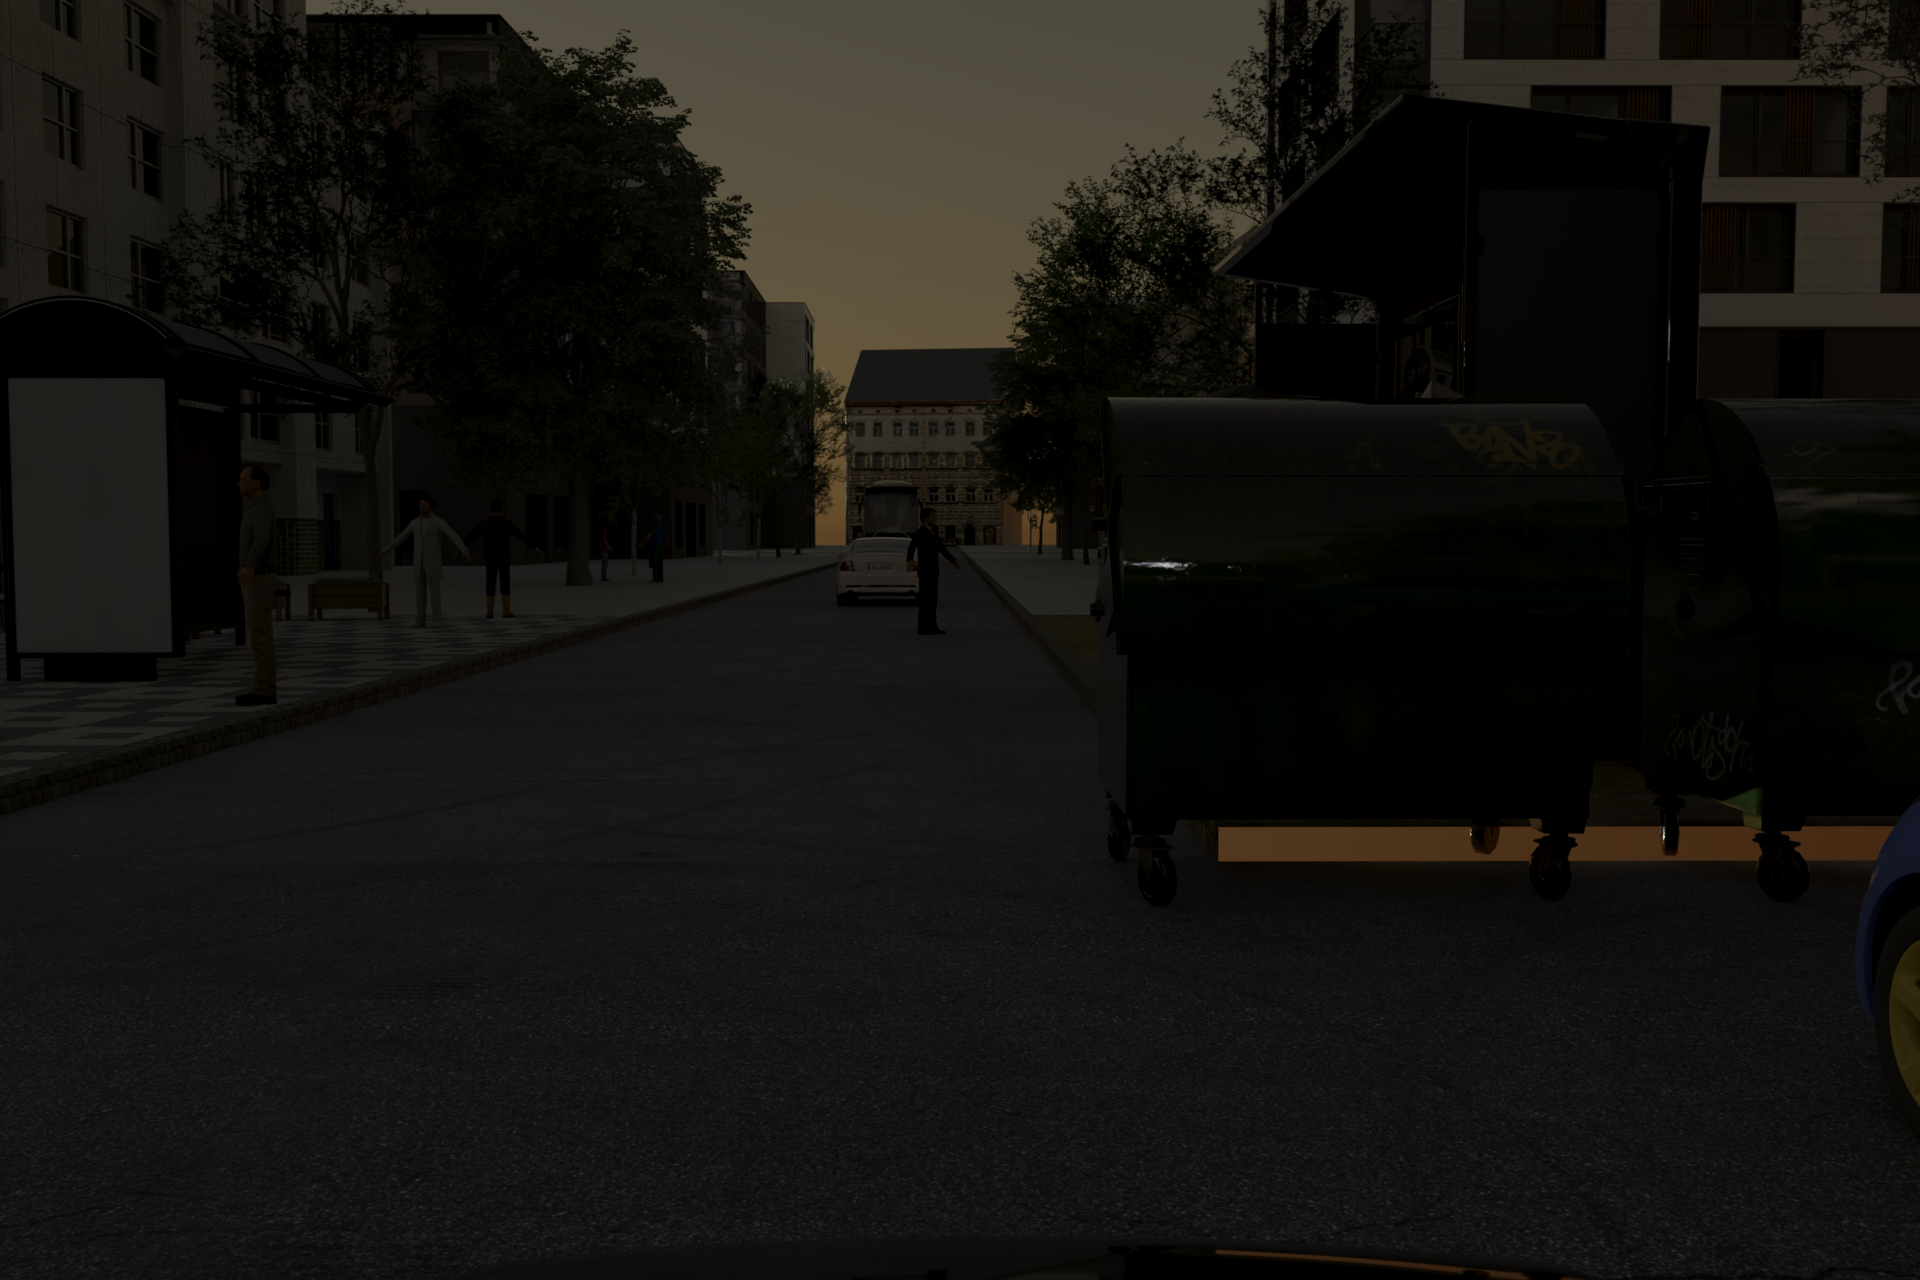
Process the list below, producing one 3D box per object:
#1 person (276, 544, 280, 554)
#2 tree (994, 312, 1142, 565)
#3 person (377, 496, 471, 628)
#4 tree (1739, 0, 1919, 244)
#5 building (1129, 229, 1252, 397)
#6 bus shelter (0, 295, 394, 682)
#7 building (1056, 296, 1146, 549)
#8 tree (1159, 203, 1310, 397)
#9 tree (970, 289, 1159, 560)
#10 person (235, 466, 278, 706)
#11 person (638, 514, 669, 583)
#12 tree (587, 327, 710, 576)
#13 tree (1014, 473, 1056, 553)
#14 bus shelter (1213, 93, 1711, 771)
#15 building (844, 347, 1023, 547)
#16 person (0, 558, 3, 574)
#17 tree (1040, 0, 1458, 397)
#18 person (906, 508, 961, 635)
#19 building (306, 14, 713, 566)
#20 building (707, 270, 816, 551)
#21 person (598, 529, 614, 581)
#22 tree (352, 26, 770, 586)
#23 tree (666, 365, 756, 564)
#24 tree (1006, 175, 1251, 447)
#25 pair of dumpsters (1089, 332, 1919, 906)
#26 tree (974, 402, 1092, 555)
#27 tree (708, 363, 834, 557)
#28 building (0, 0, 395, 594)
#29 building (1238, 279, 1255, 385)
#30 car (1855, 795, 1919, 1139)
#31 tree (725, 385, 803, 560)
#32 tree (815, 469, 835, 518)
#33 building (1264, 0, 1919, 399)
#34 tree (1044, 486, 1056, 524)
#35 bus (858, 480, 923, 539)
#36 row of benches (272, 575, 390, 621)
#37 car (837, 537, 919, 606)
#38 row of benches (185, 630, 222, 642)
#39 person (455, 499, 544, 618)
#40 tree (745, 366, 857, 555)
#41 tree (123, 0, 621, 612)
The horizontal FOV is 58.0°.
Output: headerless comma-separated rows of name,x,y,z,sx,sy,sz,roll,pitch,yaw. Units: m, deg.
person,-12.230,-1.485,30.748,0.721,1.772,1.216,-1,4,-14
tree,4.936,-8.405,71.832,7.601,10.594,8.767,-1,4,-11
person,-7.315,-1.074,23.746,1.347,1.806,0.705,1,4,9
tree,11.787,-6.420,15.342,12.009,13.543,11.850,0,3,0
building,20.971,-18.514,133.634,19.493,23.208,18.063,0,3,0
bus shelter,-7.578,-1.441,17.487,2.014,3.302,5.546,0,4,-1
building,22.977,-19.647,165.209,27.936,21.610,32.646,0,4,0
tree,5.797,-5.446,39.410,4.360,8.622,3.978,0,3,0
tree,5.240,-10.937,85.480,9.857,13.997,8.962,0,3,0
person,-5.331,-0.417,13.095,0.705,1.796,1.348,-1,4,-23
person,-7.993,-2.409,45.506,0.704,1.817,1.347,2,4,25
tree,-9.961,-6.300,53.372,4.737,8.622,4.395,0,3,0
tree,4.915,-10.032,114.386,4.737,8.622,4.395,0,3,0
bus shelter,3.163,-1.291,12.398,1.731,3.624,6.357,0,4,-1
building,-2.709,-22.665,203.954,18.063,23.208,19.493,1,4,9
person,-9.633,-0.646,16.330,0.705,1.858,1.354,2,4,28
tree,5.596,-5.823,29.611,8.767,10.594,7.601,-1,4,-9
person,-0.428,-0.986,24.757,0.705,1.806,1.347,2,4,32
building,-28.487,-14.730,84.813,27.936,21.610,32.646,0,4,0
building,-27.528,-18.738,150.348,27.936,21.610,32.646,0,4,-1
person,-9.598,-2.309,47.023,0.599,1.433,0.991,-2,4,-28
tree,-9.626,-8.330,42.843,9.857,13.997,8.962,0,3,0
tree,-10.522,-7.585,74.385,4.737,8.622,4.395,0,3,0
tree,4.931,-7.671,51.171,9.928,11.665,9.643,0,3,0
pair of dumpsters,2.749,-0.137,7.190,4.436,2.255,1.574,0,4,-1
tree,5.024,-10.531,106.597,8.767,10.594,7.601,-1,4,-20
tree,-10.342,-9.839,95.277,7.601,10.594,8.767,0,4,3
building,-28.490,-10.941,45.346,16.747,18.905,31.486,0,3,0
building,24.729,-15.651,86.830,19.493,23.208,18.063,0,4,0
car,3.083,0.412,2.858,1.945,1.707,3.694,0,4,-1
tree,-9.958,-8.296,86.009,4.737,8.622,4.395,0,3,0
tree,-18.008,-16.314,201.150,7.601,10.594,8.767,0,4,-3
building,23.811,-13.140,58.807,27.936,21.610,32.646,0,4,0
tree,13.295,-17.315,201.224,7.486,12.596,7.792,0,3,0
bus,-3.171,-5.595,83.027,2.896,3.916,12.252,0,4,-1
row of benches,-10.451,-0.624,25.662,4.104,0.672,1.422,0,4,-8
car,-1.555,-1.452,36.104,2.083,1.381,4.827,0,4,0
row of benches,-9.449,-0.292,20.230,1.422,0.672,4.104,-1,4,-9
person,-7.075,-1.247,26.529,1.346,1.812,0.704,0,4,-3
tree,-9.860,-11.052,106.458,9.928,11.665,9.643,0,3,0
tree,-9.569,-5.758,28.550,8.767,10.594,7.601,0,4,3
